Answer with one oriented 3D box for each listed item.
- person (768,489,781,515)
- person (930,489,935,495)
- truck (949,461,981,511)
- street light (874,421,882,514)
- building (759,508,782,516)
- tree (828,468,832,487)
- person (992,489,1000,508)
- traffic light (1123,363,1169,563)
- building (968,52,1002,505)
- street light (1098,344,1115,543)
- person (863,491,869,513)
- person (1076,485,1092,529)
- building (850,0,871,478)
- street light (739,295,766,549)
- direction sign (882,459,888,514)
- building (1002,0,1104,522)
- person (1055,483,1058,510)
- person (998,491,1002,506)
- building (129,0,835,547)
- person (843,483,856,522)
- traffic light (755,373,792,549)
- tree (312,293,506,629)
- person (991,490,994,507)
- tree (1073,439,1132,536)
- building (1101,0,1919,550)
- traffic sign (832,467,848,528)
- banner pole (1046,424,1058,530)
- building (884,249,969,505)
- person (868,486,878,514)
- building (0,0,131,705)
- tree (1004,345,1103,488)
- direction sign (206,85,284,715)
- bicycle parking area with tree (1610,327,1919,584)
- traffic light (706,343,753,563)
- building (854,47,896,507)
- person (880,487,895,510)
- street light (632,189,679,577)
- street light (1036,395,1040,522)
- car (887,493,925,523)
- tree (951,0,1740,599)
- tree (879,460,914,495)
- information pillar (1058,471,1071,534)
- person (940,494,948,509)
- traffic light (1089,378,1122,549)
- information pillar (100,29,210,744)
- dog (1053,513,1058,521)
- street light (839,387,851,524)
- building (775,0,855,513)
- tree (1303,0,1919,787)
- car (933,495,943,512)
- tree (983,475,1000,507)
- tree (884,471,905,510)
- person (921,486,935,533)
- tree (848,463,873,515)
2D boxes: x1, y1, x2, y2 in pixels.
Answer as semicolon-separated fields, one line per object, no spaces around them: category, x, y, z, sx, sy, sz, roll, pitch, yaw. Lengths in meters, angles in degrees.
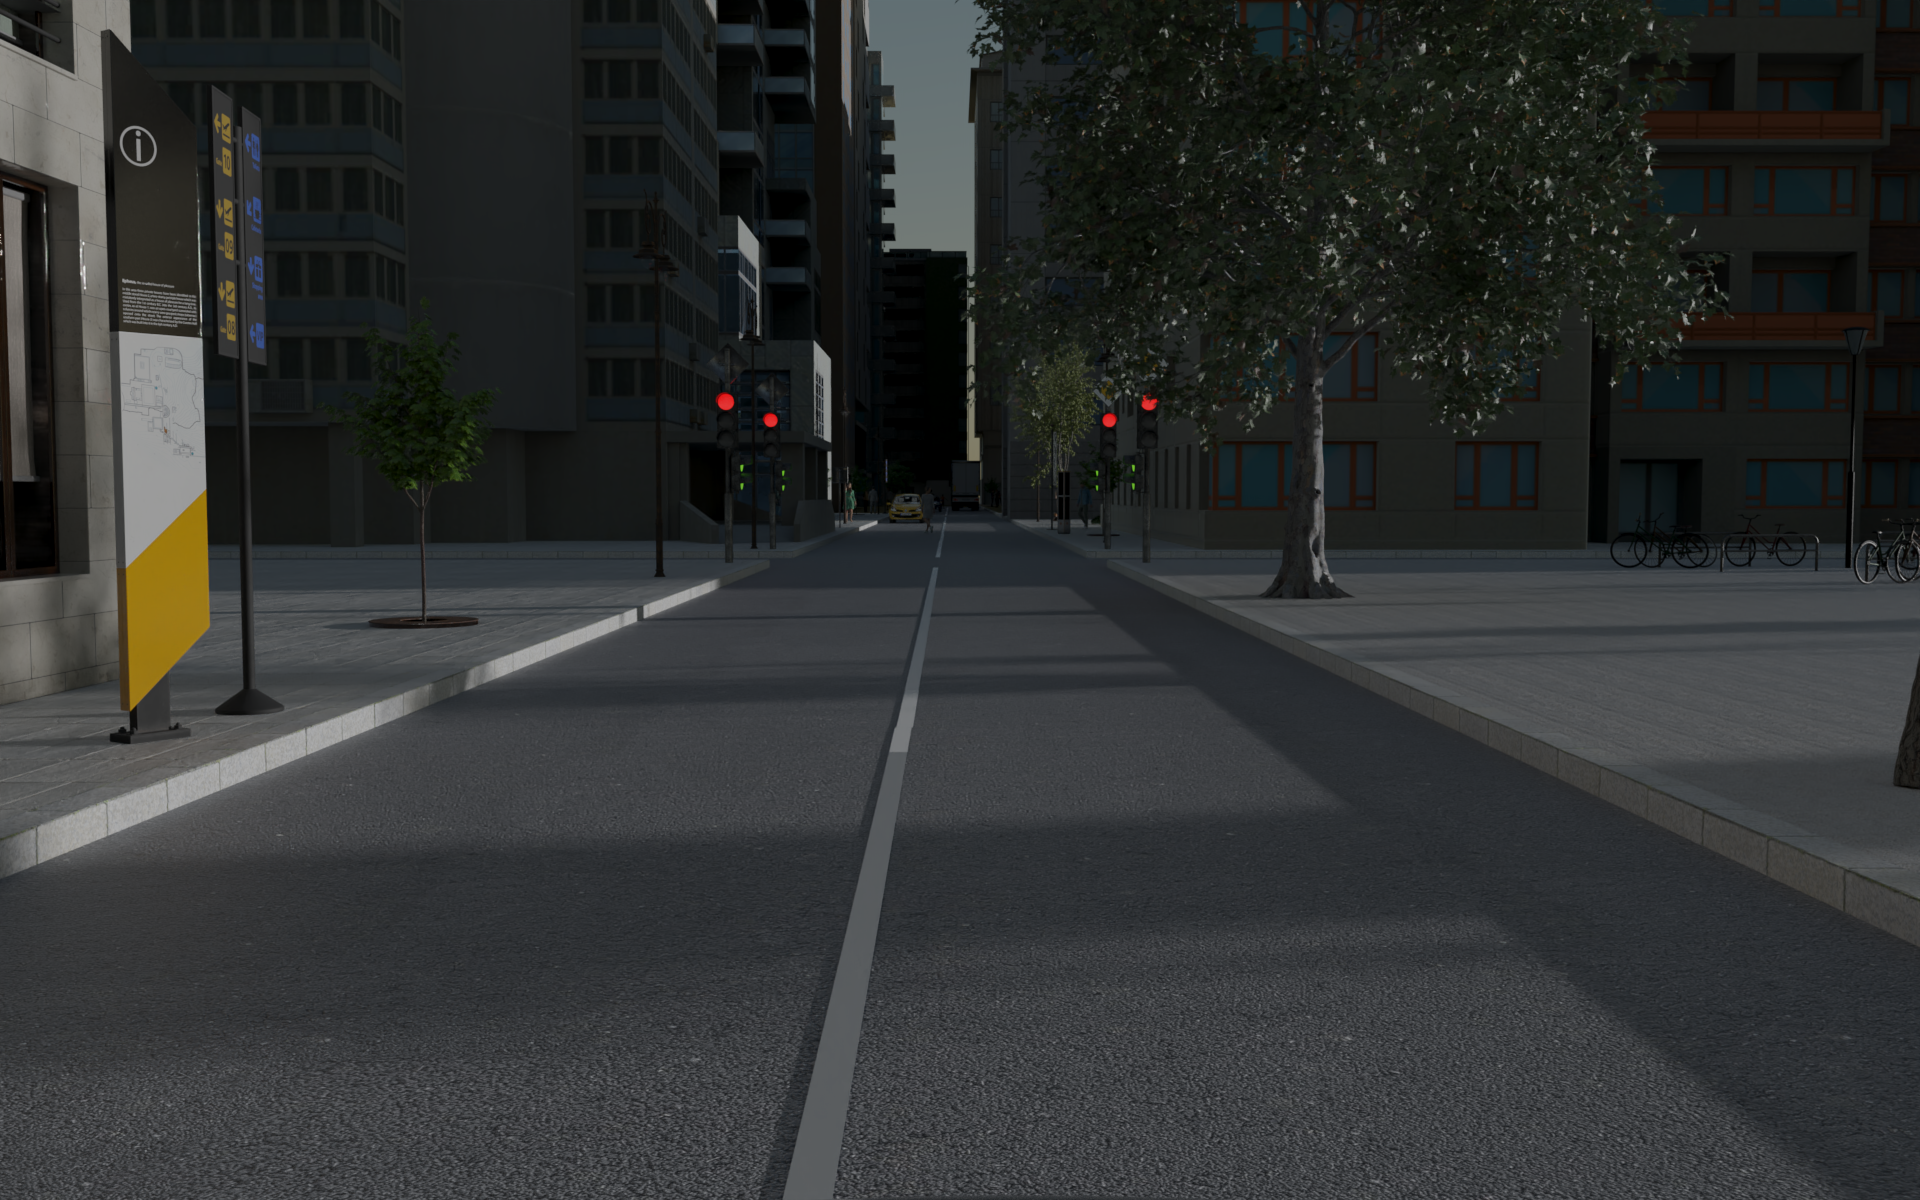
person;-6.974;-3.624;65.636;0.721;1.781;0.623;-3;4;-37
person;-2.614;-9.038;155.902;1.348;1.869;0.705;0;4;-4
truck;0.442;-9.885;150.532;2.839;4.237;11.283;0;4;-1
street light;-5.135;-8.337;109.102;0.468;5.910;1.993;0;4;0
building;-17.357;-47.281;85.719;22.319;86.520;31.000;0;4;0
tree;-5.889;-4.556;69.088;1.663;3.219;1.824;0;3;0
person;3.391;-9.560;163.064;0.721;1.735;1.217;-2;4;-31
traffic light;3.467;-2.651;32.273;0.839;4.253;0.868;0;4;0
building;14.884;-38.177;213.426;27.495;52.752;28.713;0;4;0
street light;3.860;-4.454;45.610;0.468;5.910;1.993;0;4;0
person;-6.510;-6.987;120.380;0.705;1.812;1.348;1;4;18
person;4.561;-3.483;63.340;0.444;1.785;0.601;-2;4;-33
building;-21.388;-33.908;143.637;28.713;52.752;27.495;0;4;0
street light;-4.828;-4.138;40.440;0.468;5.910;1.993;0;4;0
direction sign;-4.882;-7.389;112.803;0.379;3.537;0.876;1;4;13
building;12.957;-34.154;100.416;21.231;58.520;28.212;0;4;0
person;4.233;-4.058;72.730;0.599;1.781;0.374;-1;4;-15
person;4.229;-10.737;183.061;0.593;1.643;0.415;-1;4;-14
building;-20.391;-22.006;51.684;32.217;40.220;23.993;0;4;0
person;-5.033;-4.418;78.517;0.600;1.795;0.529;-2;4;-24
traffic light;-4.338;-3.136;40.199;0.839;4.253;0.868;0;4;0
tree;-5.154;-1.357;16.787;1.663;3.219;1.824;0;3;0
person;3.166;-9.885;168.584;0.530;1.710;0.541;2;4;30
tree;4.382;-3.584;53.193;1.663;3.219;1.824;0;3;0
building;19.999;-12.724;53.072;28.899;21.520;27.650;0;4;0
traffic sign;-4.551;-3.883;65.619;0.606;2.300;0.079;1;4;9
banner pole;3.320;-4.362;61.340;0.401;3.779;0.863;-1;4;-12
building;-6.028;-26.610;206.779;14.107;30.474;14.160;0;4;0
person;-5.608;-6.446;111.715;0.678;1.792;0.850;1;4;11
building;-10.960;-9.091;3.395;10.420;20.320;16.860;0;4;0
tree;4.207;-7.702;76.294;4.737;8.622;4.395;0;3;0
direction sign;-4.189;-1.108;10.110;0.379;3.537;0.876;0;4;-5
bicycle parking area with tree;15.705;-2.467;27.332;9.016;4.147;8.231;0;4;3
traffic light;-4.294;-2.648;32.214;0.839;4.253;0.868;0;4;0
building;-21.957;-34.159;178.105;30.456;49.044;23.786;0;4;0
person;-5.637;-7.984;136.581;1.348;1.824;0.705;1;4;21
street light;-4.647;-3.293;26.624;0.468;5.910;1.993;0;4;0
street light;3.604;-6.545;79.801;0.468;5.910;1.993;0;4;0
car;-2.612;-4.643;86.142;2.015;1.641;3.980;0;4;1
tree;4.391;-6.368;21.124;9.611;12.733;9.660;0;3;0
tree;-5.976;-11.004;163.636;4.285;4.588;4.351;0;3;0
information pillar;3.343;-3.128;55.638;0.304;2.012;0.304;-3;5;-42
person;-1.649;-9.526;167.515;1.065;1.426;0.557;2;4;24
traffic light;3.423;-3.140;40.258;0.839;4.253;0.868;0;4;0
information pillar;-4.191;-1.081;9.023;0.183;3.616;0.504;2;4;32
dog;4.545;-3.905;81.589;0.550;0.427;0.748;0;4;-1
street light;-4.973;-6.231;74.671;0.468;5.910;1.993;0;4;0
building;-14.793;-28.897;122.581;14.600;45.320;14.200;0;4;0
tree;4.527;-4.444;7.065;7.601;10.594;8.767;2;4;34
car;-2.325;-7.780;139.783;1.945;1.354;3.894;0;4;-1
tree;3.187;-11.079;175.743;1.663;3.219;1.824;0;3;0
tree;-5.595;-9.119;143.702;1.663;3.219;1.824;0;3;0
person;-1.135;-3.283;62.924;0.466;1.731;0.760;-2;4;-32
tree;-6.400;-6.796;105.723;1.663;3.219;1.824;0;3;0
